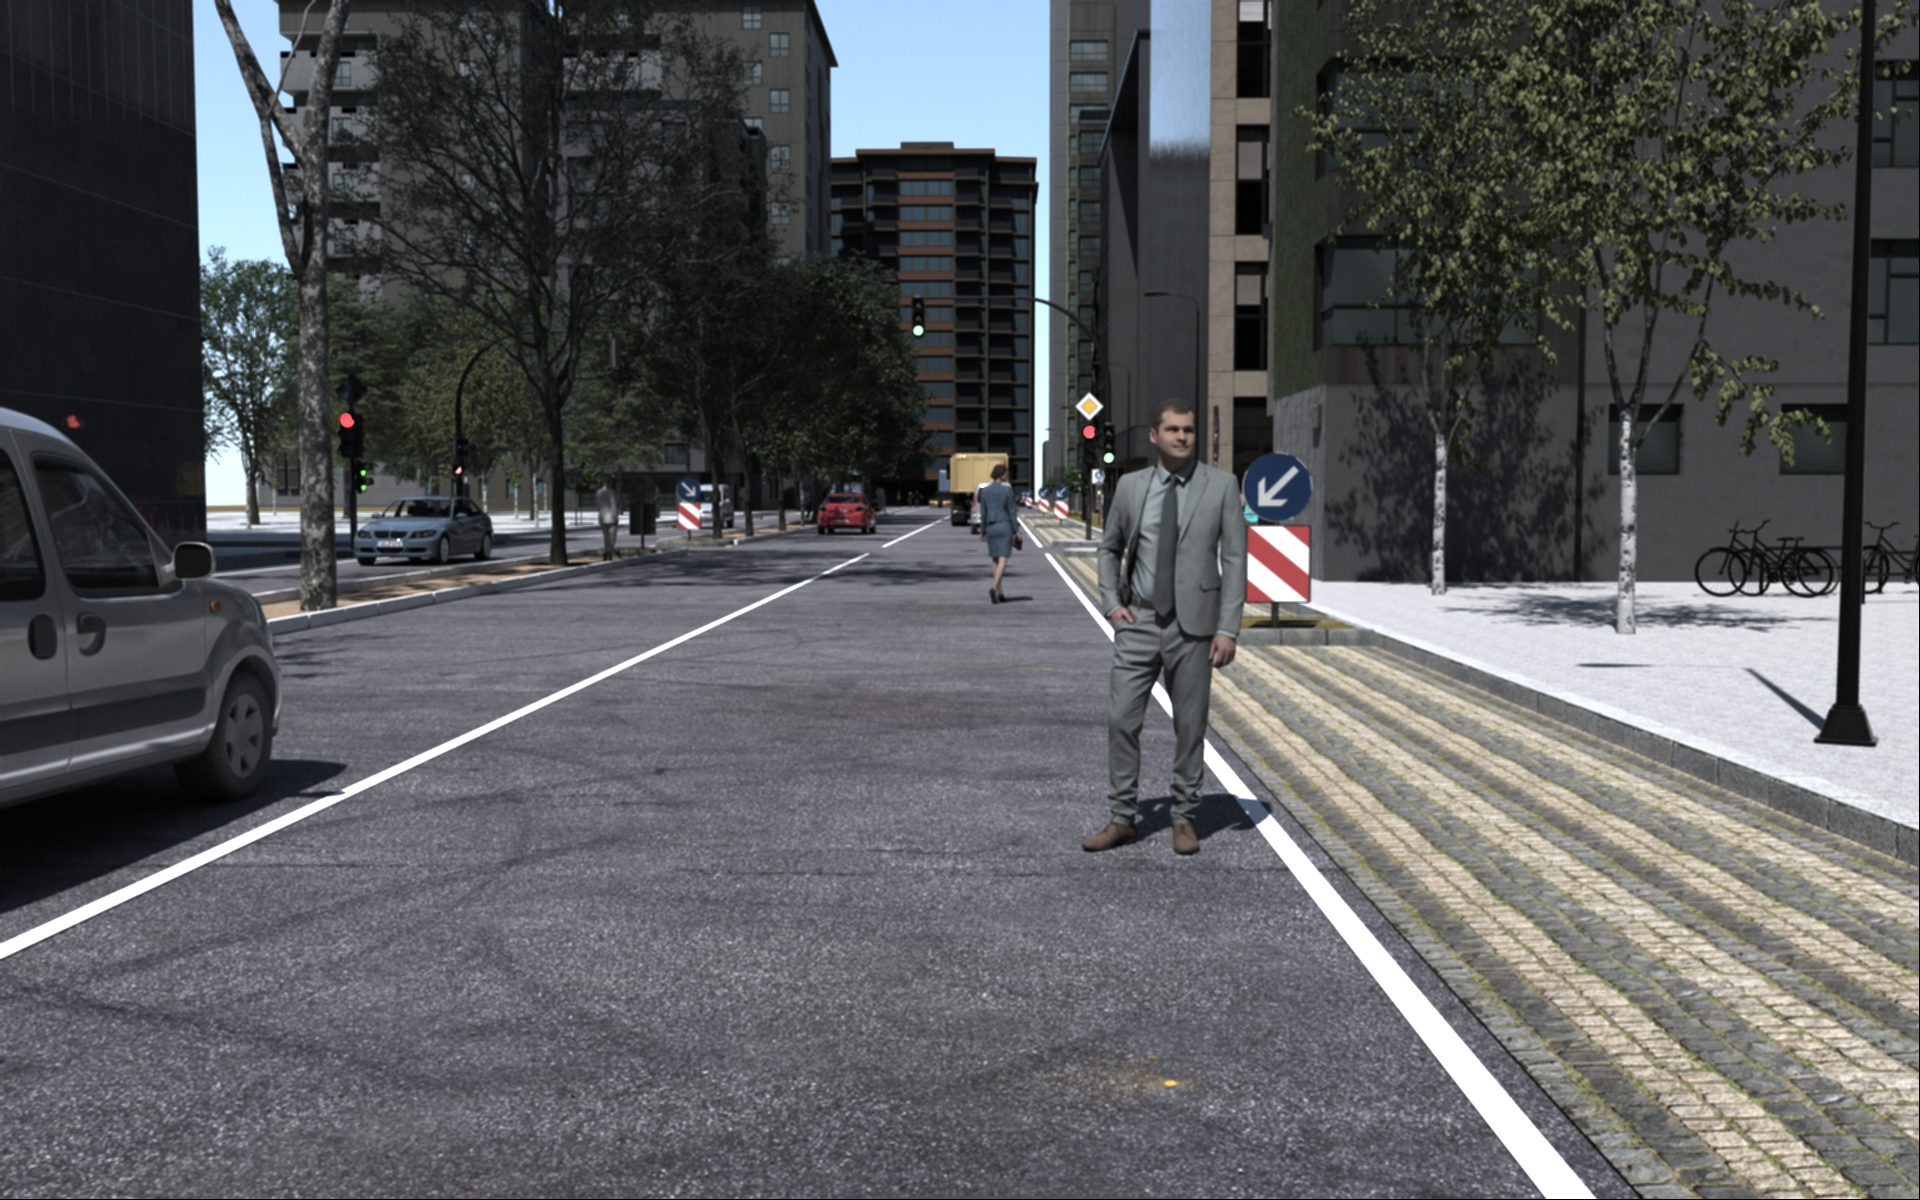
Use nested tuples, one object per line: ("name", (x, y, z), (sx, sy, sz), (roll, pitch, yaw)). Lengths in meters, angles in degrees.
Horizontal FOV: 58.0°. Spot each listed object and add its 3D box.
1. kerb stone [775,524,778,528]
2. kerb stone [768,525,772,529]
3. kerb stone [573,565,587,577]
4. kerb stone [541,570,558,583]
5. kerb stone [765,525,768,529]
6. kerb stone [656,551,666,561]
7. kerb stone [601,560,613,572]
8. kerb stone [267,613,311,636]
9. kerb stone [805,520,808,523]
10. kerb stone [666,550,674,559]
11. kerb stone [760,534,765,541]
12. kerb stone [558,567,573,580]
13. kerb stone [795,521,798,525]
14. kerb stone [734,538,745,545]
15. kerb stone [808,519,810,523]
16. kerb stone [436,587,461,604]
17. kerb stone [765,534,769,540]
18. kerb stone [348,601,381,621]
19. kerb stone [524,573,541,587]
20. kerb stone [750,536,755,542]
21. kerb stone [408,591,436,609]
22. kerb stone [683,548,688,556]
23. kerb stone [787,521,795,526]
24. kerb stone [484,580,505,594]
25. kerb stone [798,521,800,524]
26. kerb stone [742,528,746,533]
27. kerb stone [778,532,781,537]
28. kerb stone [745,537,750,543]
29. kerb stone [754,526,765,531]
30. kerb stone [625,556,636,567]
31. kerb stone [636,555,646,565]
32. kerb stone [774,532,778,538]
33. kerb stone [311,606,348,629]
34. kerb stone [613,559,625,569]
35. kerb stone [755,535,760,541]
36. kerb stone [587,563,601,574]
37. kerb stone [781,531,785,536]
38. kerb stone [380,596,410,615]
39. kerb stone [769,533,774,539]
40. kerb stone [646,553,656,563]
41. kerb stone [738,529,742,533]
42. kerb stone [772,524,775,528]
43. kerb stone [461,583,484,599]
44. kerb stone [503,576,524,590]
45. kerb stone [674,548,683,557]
("kerb stone", (-7.883, -3.097, 72.837), (0.120, 0.150, 1.000), (0, 4, 1))
("kerb stone", (-7.931, -2.966, 70.786), (0.120, 0.150, 1.000), (0, 4, 1))
("kerb stone", (-6.728, -0.489, 30.192), (0.120, 0.150, 1.000), (0, 4, 1))
("kerb stone", (-6.765, -0.364, 28.148), (0.120, 0.150, 1.000), (0, 4, 1))
("kerb stone", (-7.959, -2.909, 69.756), (0.120, 0.150, 1.000), (0, 4, 1))
("kerb stone", (-6.562, -0.926, 37.351), (0.120, 0.150, 1.000), (0, 4, 1))
("kerb stone", (-6.677, -0.614, 32.237), (0.120, 0.150, 1.000), (0, 4, 1))
("kerb stone", (-6.991, 0.263, 17.901), (0.120, 0.150, 1.000), (0, 4, 1))
("kerb stone", (-7.630, -3.786, 84.103), (0.120, 0.150, 1.000), (0, 4, 1))
("kerb stone", (-6.544, -0.989, 38.373), (0.120, 0.150, 1.000), (0, 4, 1))
("kerb stone", (-6.212, -1.903, 53.314), (0.120, 0.150, 1.000), (0, 4, 1))
("kerb stone", (-6.749, -0.427, 29.170), (0.120, 0.150, 1.000), (0, 4, 1))
("kerb stone", (-7.724, -3.532, 80.015), (0.120, 0.150, 1.000), (0, 4, 1))
("kerb stone", (-6.310, -1.652, 49.201), (0.120, 0.150, 1.000), (0, 4, 1))
("kerb stone", (-7.620, -3.847, 85.137), (0.120, 0.150, 1.000), (0, 4, 1))
("kerb stone", (-6.879, -0.051, 23.026), (0.120, 0.150, 1.000), (0, 4, 1))
("kerb stone", (-6.189, -1.966, 54.336), (0.120, 0.150, 1.000), (0, 4, 1))
("kerb stone", (-6.941, 0.138, 19.944), (0.120, 0.150, 1.000), (0, 4, 1))
("kerb stone", (-6.789, -0.296, 27.127), (0.120, 0.150, 1.000), (0, 4, 1))
("kerb stone", (-6.266, -1.777, 51.257), (0.120, 0.150, 1.000), (0, 4, 1))
("kerb stone", (-6.915, 0.012, 22.000), (0.120, 0.150, 1.000), (0, 4, 1))
("kerb stone", (-6.495, -1.115, 40.420), (0.120, 0.150, 1.000), (0, 4, 1))
("kerb stone", (-7.757, -3.473, 78.988), (0.120, 0.150, 1.000), (0, 4, 1))
("kerb stone", (-6.836, -0.166, 25.081), (0.120, 0.150, 1.000), (0, 4, 1))
("kerb stone", (-7.707, -3.597, 81.037), (0.120, 0.150, 1.000), (0, 4, 1))
("kerb stone", (-8.088, -2.528, 63.606), (0.120, 0.150, 1.000), (0, 4, 1))
("kerb stone", (-6.124, -2.154, 57.414), (0.120, 0.150, 1.000), (0, 4, 1))
("kerb stone", (-6.284, -1.715, 50.232), (0.120, 0.150, 1.000), (0, 4, 1))
("kerb stone", (-7.979, -2.844, 68.731), (0.120, 0.150, 1.000), (0, 4, 1))
("kerb stone", (-6.634, -0.732, 34.280), (0.120, 0.150, 1.000), (0, 4, 1))
("kerb stone", (-6.613, -0.802, 35.306), (0.120, 0.150, 1.000), (0, 4, 1))
("kerb stone", (-6.145, -2.091, 56.389), (0.120, 0.150, 1.000), (0, 4, 1))
("kerb stone", (-6.961, 0.200, 18.922), (0.120, 0.150, 1.000), (0, 4, 1))
("kerb stone", (-6.654, -0.677, 33.258), (0.120, 0.150, 1.000), (0, 4, 1))
("kerb stone", (-6.239, -1.840, 52.288), (0.120, 0.150, 1.000), (0, 4, 1))
("kerb stone", (-6.694, -0.550, 31.215), (0.120, 0.150, 1.000), (0, 4, 1))
("kerb stone", (-6.098, -2.217, 58.441), (0.120, 0.150, 1.000), (0, 4, 1))
("kerb stone", (-6.922, 0.075, 20.973), (0.120, 0.150, 1.000), (0, 4, 1))
("kerb stone", (-6.162, -2.028, 55.359), (0.120, 0.150, 1.000), (0, 4, 1))
("kerb stone", (-6.584, -0.864, 36.327), (0.120, 0.150, 1.000), (0, 4, 1))
("kerb stone", (-8.115, -2.470, 62.584), (0.120, 0.150, 1.000), (0, 4, 1))
("kerb stone", (-7.912, -3.035, 71.815), (0.120, 0.150, 1.000), (0, 4, 1))
("kerb stone", (-6.861, -0.114, 24.052), (0.120, 0.150, 1.000), (0, 4, 1))
("kerb stone", (-6.812, -0.237, 26.104), (0.120, 0.150, 1.000), (0, 4, 1))
("kerb stone", (-6.518, -1.048, 39.399), (0.120, 0.150, 1.000), (0, 4, 1))
